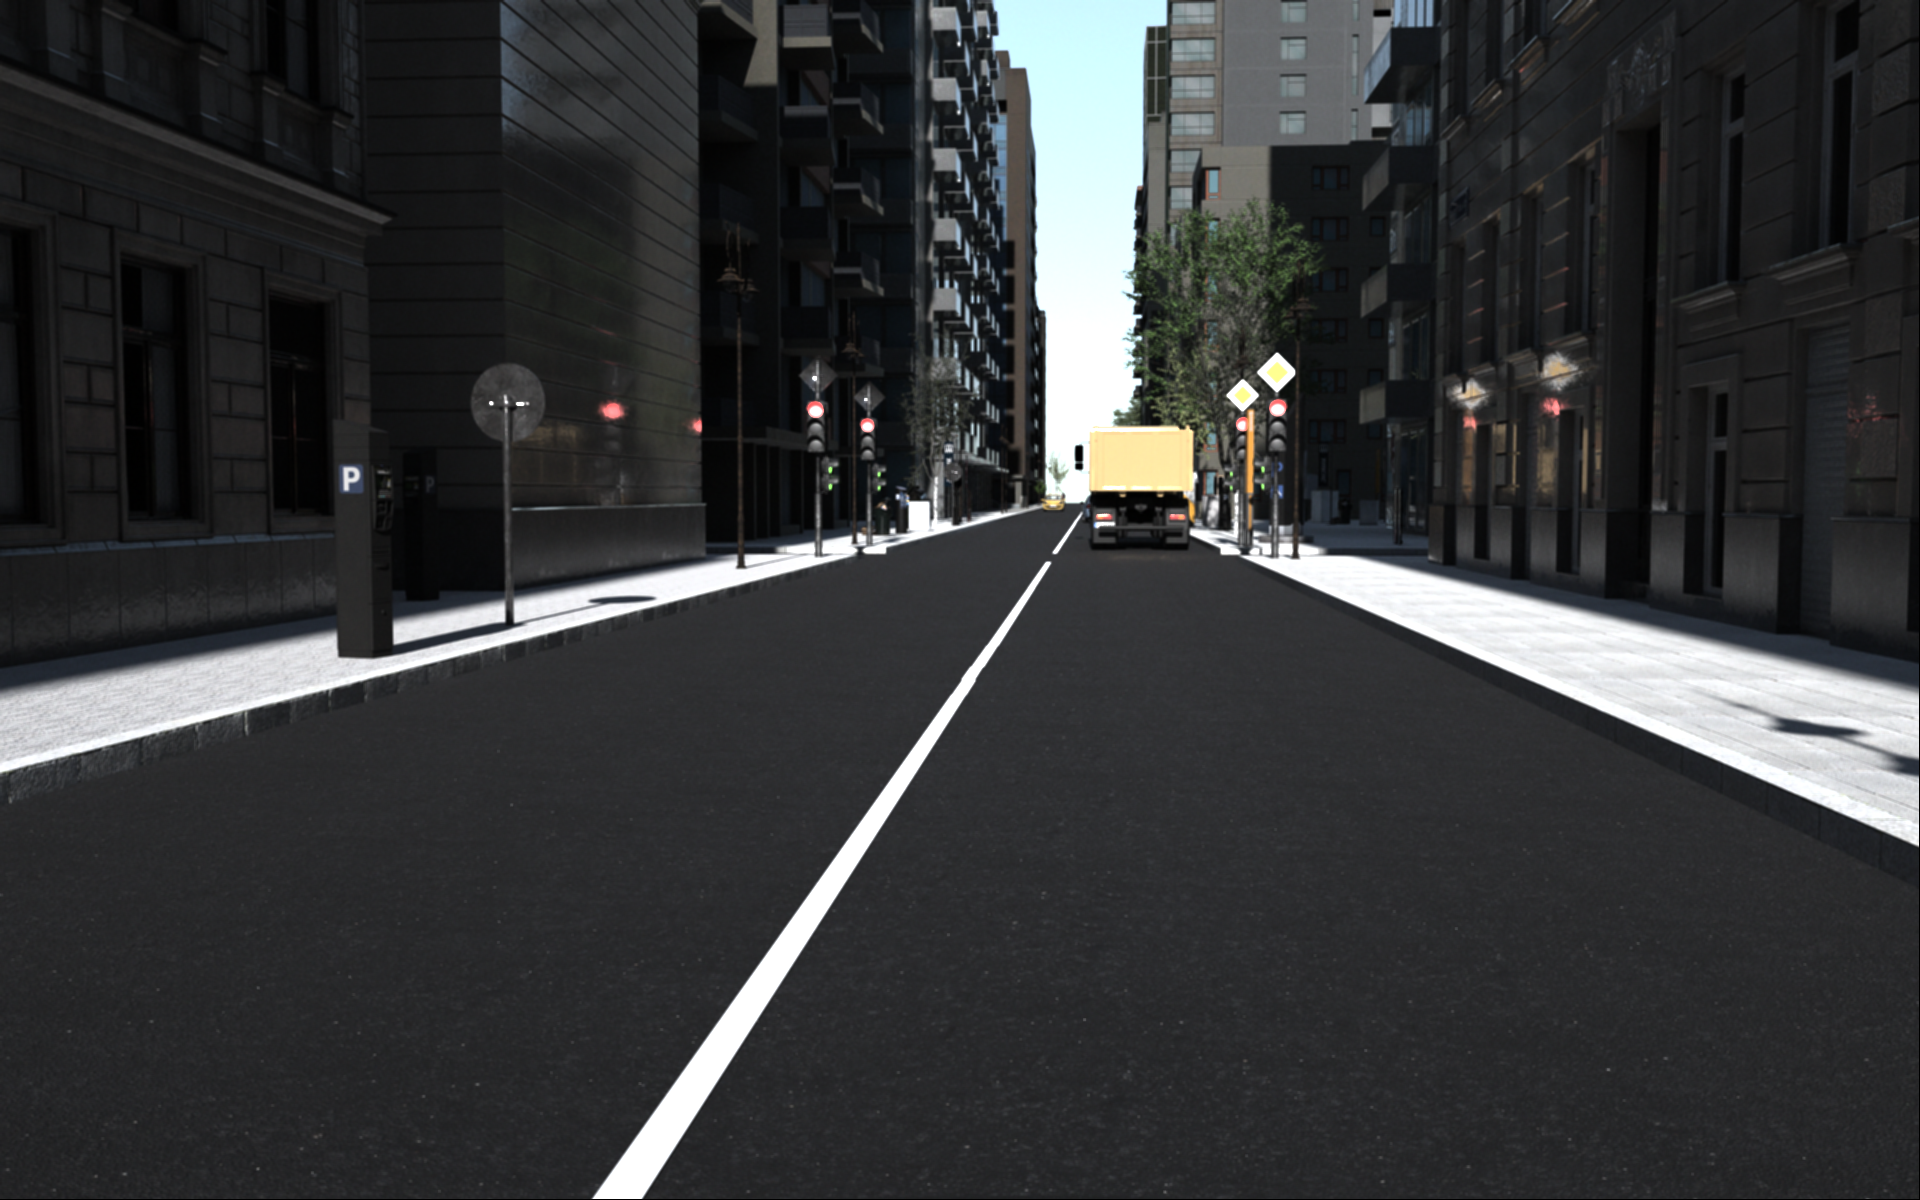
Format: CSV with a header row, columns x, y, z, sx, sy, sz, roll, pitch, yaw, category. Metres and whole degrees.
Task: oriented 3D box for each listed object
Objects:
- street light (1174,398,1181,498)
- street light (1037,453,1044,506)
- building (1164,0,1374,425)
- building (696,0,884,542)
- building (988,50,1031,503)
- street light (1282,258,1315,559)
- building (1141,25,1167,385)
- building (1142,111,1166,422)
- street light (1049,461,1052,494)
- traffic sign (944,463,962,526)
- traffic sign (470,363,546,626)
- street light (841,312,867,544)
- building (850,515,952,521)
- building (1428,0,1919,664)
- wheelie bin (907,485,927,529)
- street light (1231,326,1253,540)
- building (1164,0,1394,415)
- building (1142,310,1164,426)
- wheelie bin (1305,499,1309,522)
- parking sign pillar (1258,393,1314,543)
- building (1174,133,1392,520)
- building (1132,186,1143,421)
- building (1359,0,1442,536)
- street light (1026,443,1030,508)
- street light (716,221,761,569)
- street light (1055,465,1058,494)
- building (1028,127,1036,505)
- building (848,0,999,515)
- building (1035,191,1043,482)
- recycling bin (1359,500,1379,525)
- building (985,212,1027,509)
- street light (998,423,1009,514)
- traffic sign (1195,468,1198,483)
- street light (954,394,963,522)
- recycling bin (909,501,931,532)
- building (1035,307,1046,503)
x,y,z,sx,sy,sz,roll,pitch,yaw,category
10.427,-6.705,82.422,0.468,5.910,1.993,0,4,4,street light
8.678,-13.276,189.853,0.468,5.910,1.993,0,4,4,street light
22.066,-27.109,126.834,14.154,41.232,14.086,0,4,4,building
-14.474,-24.671,58.002,22.147,44.769,28.867,0,4,4,building
0.192,-32.396,179.792,14.600,45.320,14.200,0,4,4,building
6.639,-3.750,34.096,0.468,5.910,1.993,0,4,4,street light
36.061,-50.510,264.082,20.563,71.187,20.611,0,4,4,building
33.619,-36.161,214.933,21.300,48.544,21.600,0,4,4,building
12.438,-16.251,238.485,0.468,5.910,1.993,0,4,4,street light
-0.294,-4.271,69.929,0.768,2.556,0.104,1,4,10,traffic sign
-4.400,-1.024,16.845,0.768,2.556,0.104,1,4,9,traffic sign
-2.688,-4.358,44.042,0.468,5.910,1.993,0,4,4,street light
-10.655,-29.093,95.280,23.786,49.044,30.456,0,4,4,building
13.438,-13.565,19.058,12.463,27.353,25.104,0,4,4,building
-1.642,-3.423,63.877,0.693,1.594,0.980,2,4,28,wheelie bin
7.772,-4.591,47.852,0.468,5.910,1.993,0,4,4,street light
31.426,-34.123,147.152,28.713,52.752,27.495,0,4,4,building
32.880,-20.273,176.503,27.650,21.520,28.899,0,4,4,building
15.882,-4.462,80.862,0.693,1.594,0.980,-2,4,-31,wheelie bin
8.629,-3.501,45.713,1.447,3.967,1.447,2,4,34,parking sign pillar
26.924,-15.584,99.831,27.650,21.520,28.899,0,4,4,building
35.145,-35.815,240.192,22.147,44.769,28.867,0,4,4,building
28.362,-26.598,54.492,30.456,49.044,23.786,0,4,4,building
6.061,-11.138,154.887,0.468,5.910,1.993,0,4,4,street light
-3.771,-3.479,29.667,0.468,5.910,1.993,0,4,4,street light
15.234,-18.367,273.088,0.468,5.910,1.993,0,4,4,street light
-1.704,-36.082,213.645,21.300,48.544,21.600,0,4,4,building
-8.502,-31.460,133.979,23.786,49.044,30.456,0,4,4,building
-0.610,-37.920,239.602,23.786,49.044,30.456,0,4,4,building
16.819,-3.585,71.175,0.722,1.027,0.722,1,4,19,recycling bin
-9.992,-28.730,161.618,32.217,40.220,23.993,0,4,4,building
2.768,-8.586,113.170,0.468,5.910,1.993,0,4,4,street light
8.935,-3.982,67.231,0.606,2.300,0.079,1,4,13,traffic sign
0.024,-6.472,78.608,0.468,5.910,1.993,0,4,4,street light
-1.377,-2.874,59.544,0.722,1.027,0.722,0,4,4,recycling bin
5.820,-30.009,262.355,14.160,30.474,14.107,0,4,4,building
